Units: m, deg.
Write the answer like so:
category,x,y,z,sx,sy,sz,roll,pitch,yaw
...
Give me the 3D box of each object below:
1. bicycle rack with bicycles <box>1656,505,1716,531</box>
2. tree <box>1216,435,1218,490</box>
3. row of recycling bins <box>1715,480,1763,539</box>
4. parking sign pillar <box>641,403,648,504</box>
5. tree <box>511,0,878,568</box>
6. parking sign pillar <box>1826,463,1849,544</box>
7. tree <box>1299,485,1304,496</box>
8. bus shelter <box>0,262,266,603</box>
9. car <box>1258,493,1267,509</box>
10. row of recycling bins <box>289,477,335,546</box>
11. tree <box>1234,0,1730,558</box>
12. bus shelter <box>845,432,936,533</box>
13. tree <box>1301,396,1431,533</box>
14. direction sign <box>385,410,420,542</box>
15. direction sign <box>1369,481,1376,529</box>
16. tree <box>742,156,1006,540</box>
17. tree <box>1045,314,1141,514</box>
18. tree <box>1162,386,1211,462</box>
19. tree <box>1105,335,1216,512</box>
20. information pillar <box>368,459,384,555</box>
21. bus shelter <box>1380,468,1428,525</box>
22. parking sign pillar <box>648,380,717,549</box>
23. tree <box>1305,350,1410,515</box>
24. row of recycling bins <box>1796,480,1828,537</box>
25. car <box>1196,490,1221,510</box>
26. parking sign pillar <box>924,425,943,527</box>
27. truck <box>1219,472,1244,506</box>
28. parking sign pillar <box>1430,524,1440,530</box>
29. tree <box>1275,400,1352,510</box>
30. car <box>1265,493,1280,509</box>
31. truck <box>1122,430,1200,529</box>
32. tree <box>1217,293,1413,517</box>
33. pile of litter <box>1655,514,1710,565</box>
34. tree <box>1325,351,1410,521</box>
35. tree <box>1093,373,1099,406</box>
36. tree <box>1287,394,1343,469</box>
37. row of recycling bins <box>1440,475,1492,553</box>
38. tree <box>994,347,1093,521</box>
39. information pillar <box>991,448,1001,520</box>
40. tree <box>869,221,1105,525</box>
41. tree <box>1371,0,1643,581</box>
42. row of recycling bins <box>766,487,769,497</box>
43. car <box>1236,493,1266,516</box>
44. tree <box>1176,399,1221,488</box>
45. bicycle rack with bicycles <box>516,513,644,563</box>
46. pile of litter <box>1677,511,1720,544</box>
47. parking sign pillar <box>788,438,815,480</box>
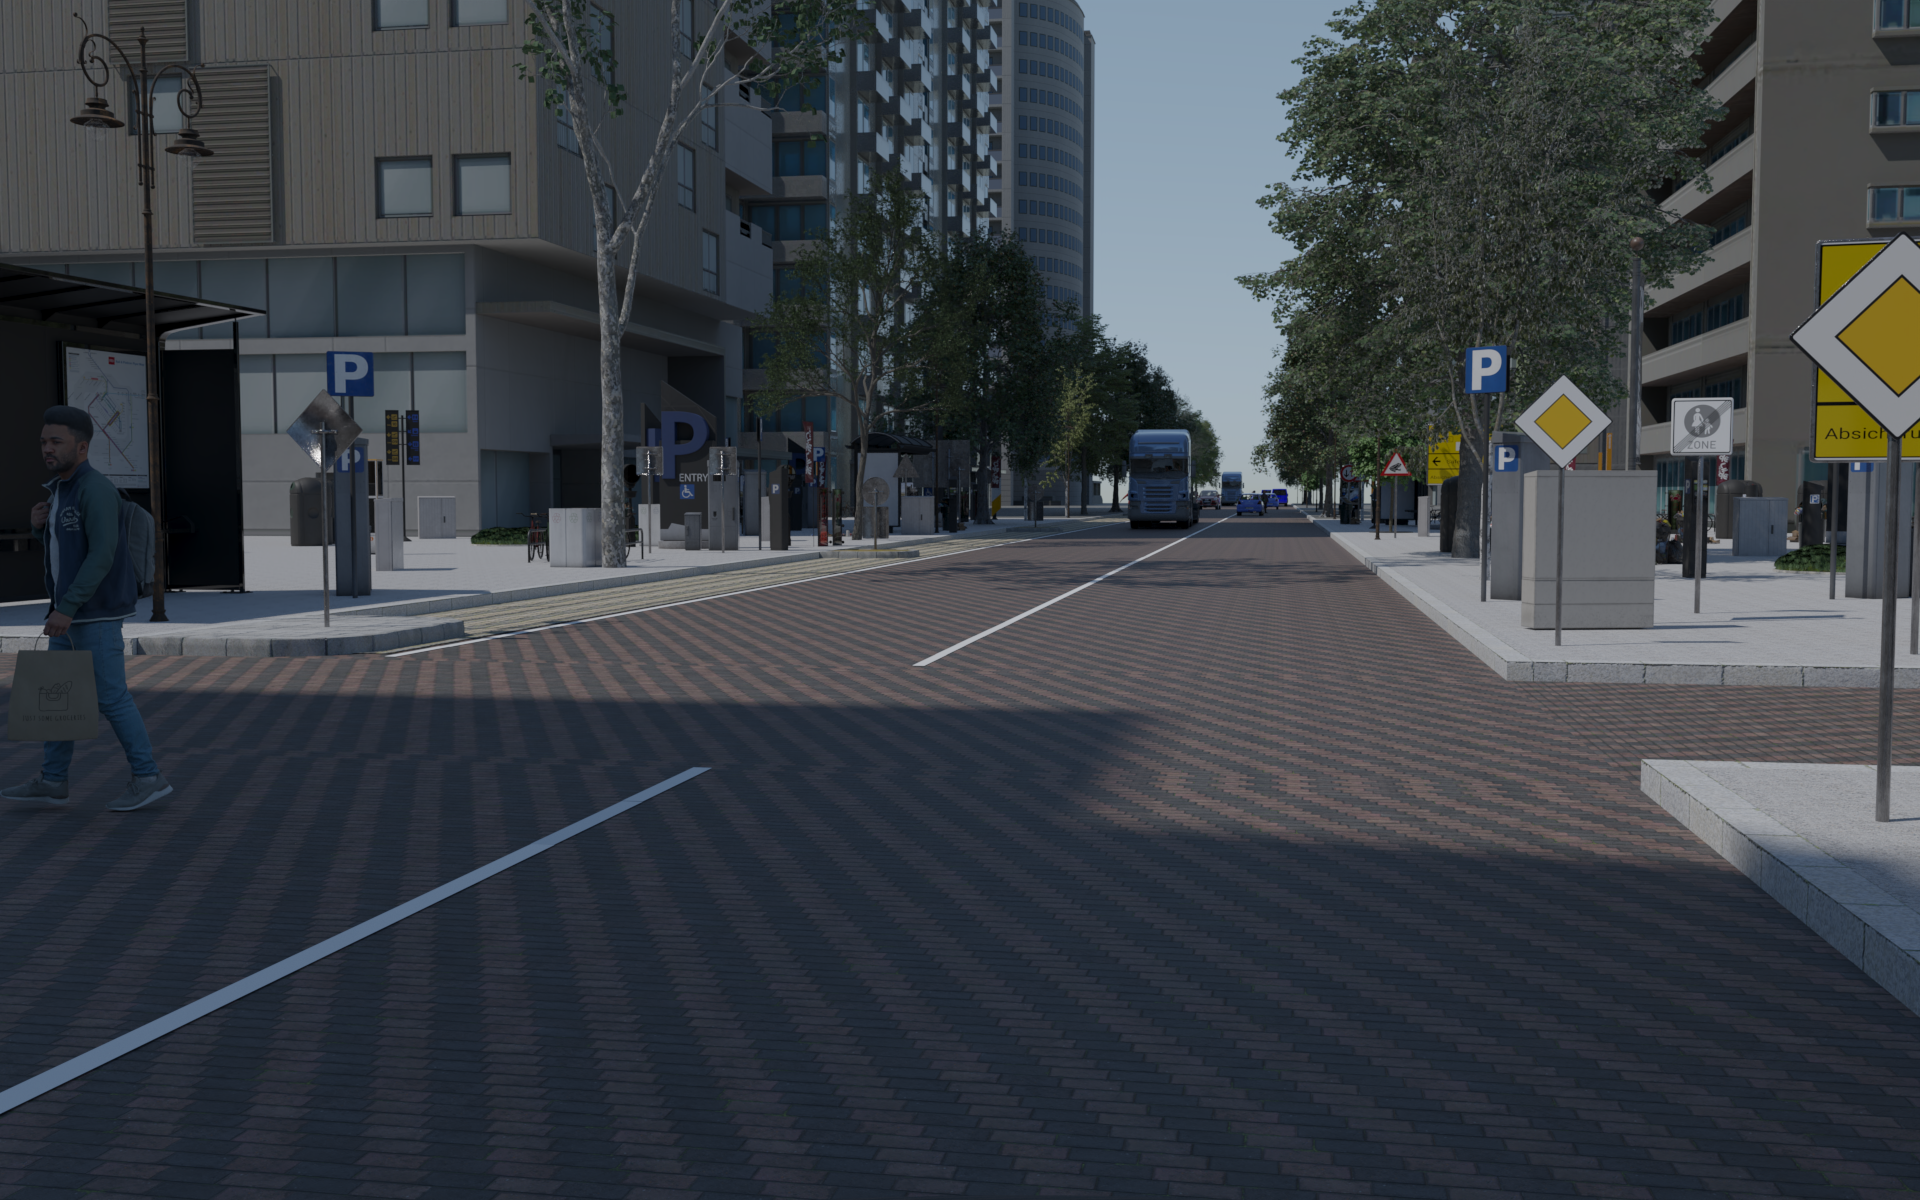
category,x,y,z,sx,sy,sz,roll,pitch,yaw
bicycle rack with bicycles,24.410,-2.788,58.959,2.852,0.926,2.925,-2,4,-28
tree,16.290,-14.257,150.110,9.611,12.733,9.660,0,3,0
row of recycling bins,22.752,-2.662,50.643,1.069,1.692,3.534,2,4,32
parking sign pillar,-8.989,-3.877,51.866,1.447,3.967,1.447,2,4,26
tree,-5.025,-10.559,28.536,12.611,20.169,13.585,0,3,0
parking sign pillar,19.823,-3.032,38.041,1.447,3.967,1.447,-3,5,-43
tree,47.689,-17.667,239.214,4.737,8.622,4.395,0,3,0
bus shelter,-10.278,-1.720,19.405,1.731,3.624,6.357,1,4,11
car,29.925,-10.015,173.342,1.945,1.707,3.694,1,4,10
row of recycling bins,-16.423,-2.260,44.062,1.069,1.692,3.534,-1,4,-16
tree,10.192,-7.827,34.633,9.857,13.997,8.962,0,3,0
bus shelter,-2.259,-3.976,58.938,2.014,3.302,5.546,1,4,11
tree,14.298,-4.507,57.409,4.285,4.588,4.351,0,3,0
direction sign,-15.015,-3.347,46.717,0.876,3.537,0.379,-1,4,-10
direction sign,15.324,-4.401,63.949,0.379,3.537,0.876,0,4,7
tree,-2.560,-6.939,47.863,7.601,10.594,8.767,1,4,20
tree,7.745,-11.661,108.790,7.486,12.596,7.792,0,3,0
tree,21.505,-16.735,183.990,12.009,13.543,11.850,0,3,0
tree,11.345,-12.705,124.739,9.611,12.733,9.660,0,3,0
information pillar,-12.412,-1.969,36.690,0.304,2.012,0.304,0,4,8
bus shelter,17.692,-4.599,69.113,2.014,3.302,5.546,1,4,10
parking sign pillar,-6.415,-3.206,40.897,1.447,3.967,1.447,0,4,3
tree,23.604,-11.031,106.109,9.928,11.665,9.643,0,3,0
row of recycling bins,26.347,-2.825,53.302,1.069,1.692,3.534,1,4,20
car,23.129,-9.313,160.941,2.281,1.827,5.304,1,4,12
parking sign pillar,-1.032,-4.809,67.100,1.447,3.967,1.447,1,4,16
truck,33.690,-13.648,212.902,2.967,4.110,18.799,1,4,11
parking sign pillar,17.693,-4.531,62.552,1.447,3.967,1.447,1,4,10
tree,30.027,-13.806,143.853,7.486,12.596,7.792,0,3,0
car,29.028,-9.346,162.403,1.945,1.707,3.694,1,4,10
truck,9.380,-5.411,78.233,2.967,4.110,18.799,1,4,9
tree,20.454,-10.899,95.212,9.611,12.733,9.660,0,3,0
pile of litter,12.581,-1.091,31.797,1.719,0.858,1.176,-1,4,-16
tree,19.453,-8.079,82.460,4.737,8.622,4.395,0,3,0
tree,5.796,-8.939,96.508,4.737,8.622,4.395,0,3,0
tree,27.938,-12.062,131.622,7.601,10.594,8.767,3,5,41
row of recycling bins,11.961,-1.962,39.196,3.534,1.692,1.069,-3,5,-44
tree,3.371,-8.098,82.767,4.737,8.622,4.395,0,3,0
information pillar,1.806,-5.831,86.688,0.504,3.616,0.183,-1,4,-12
tree,0.974,-9.534,72.884,9.611,12.733,9.660,0,3,0
tree,7.888,-4.607,25.692,4.360,8.622,3.978,0,3,0
row of recycling bins,-11.164,-5.221,92.483,1.069,1.692,3.534,1,4,20
car,19.298,-6.450,115.050,1.945,1.707,3.694,1,4,12
tree,26.125,-17.675,207.108,7.486,12.596,7.792,0,3,0
bicycle rack with bicycles,-7.277,-1.200,32.999,2.852,0.926,2.925,0,4,2
pile of litter,19.136,-1.914,45.266,1.176,0.858,1.719,0,4,1
parking sign pillar,-7.513,-5.730,82.159,1.447,3.967,1.447,0,4,-5
